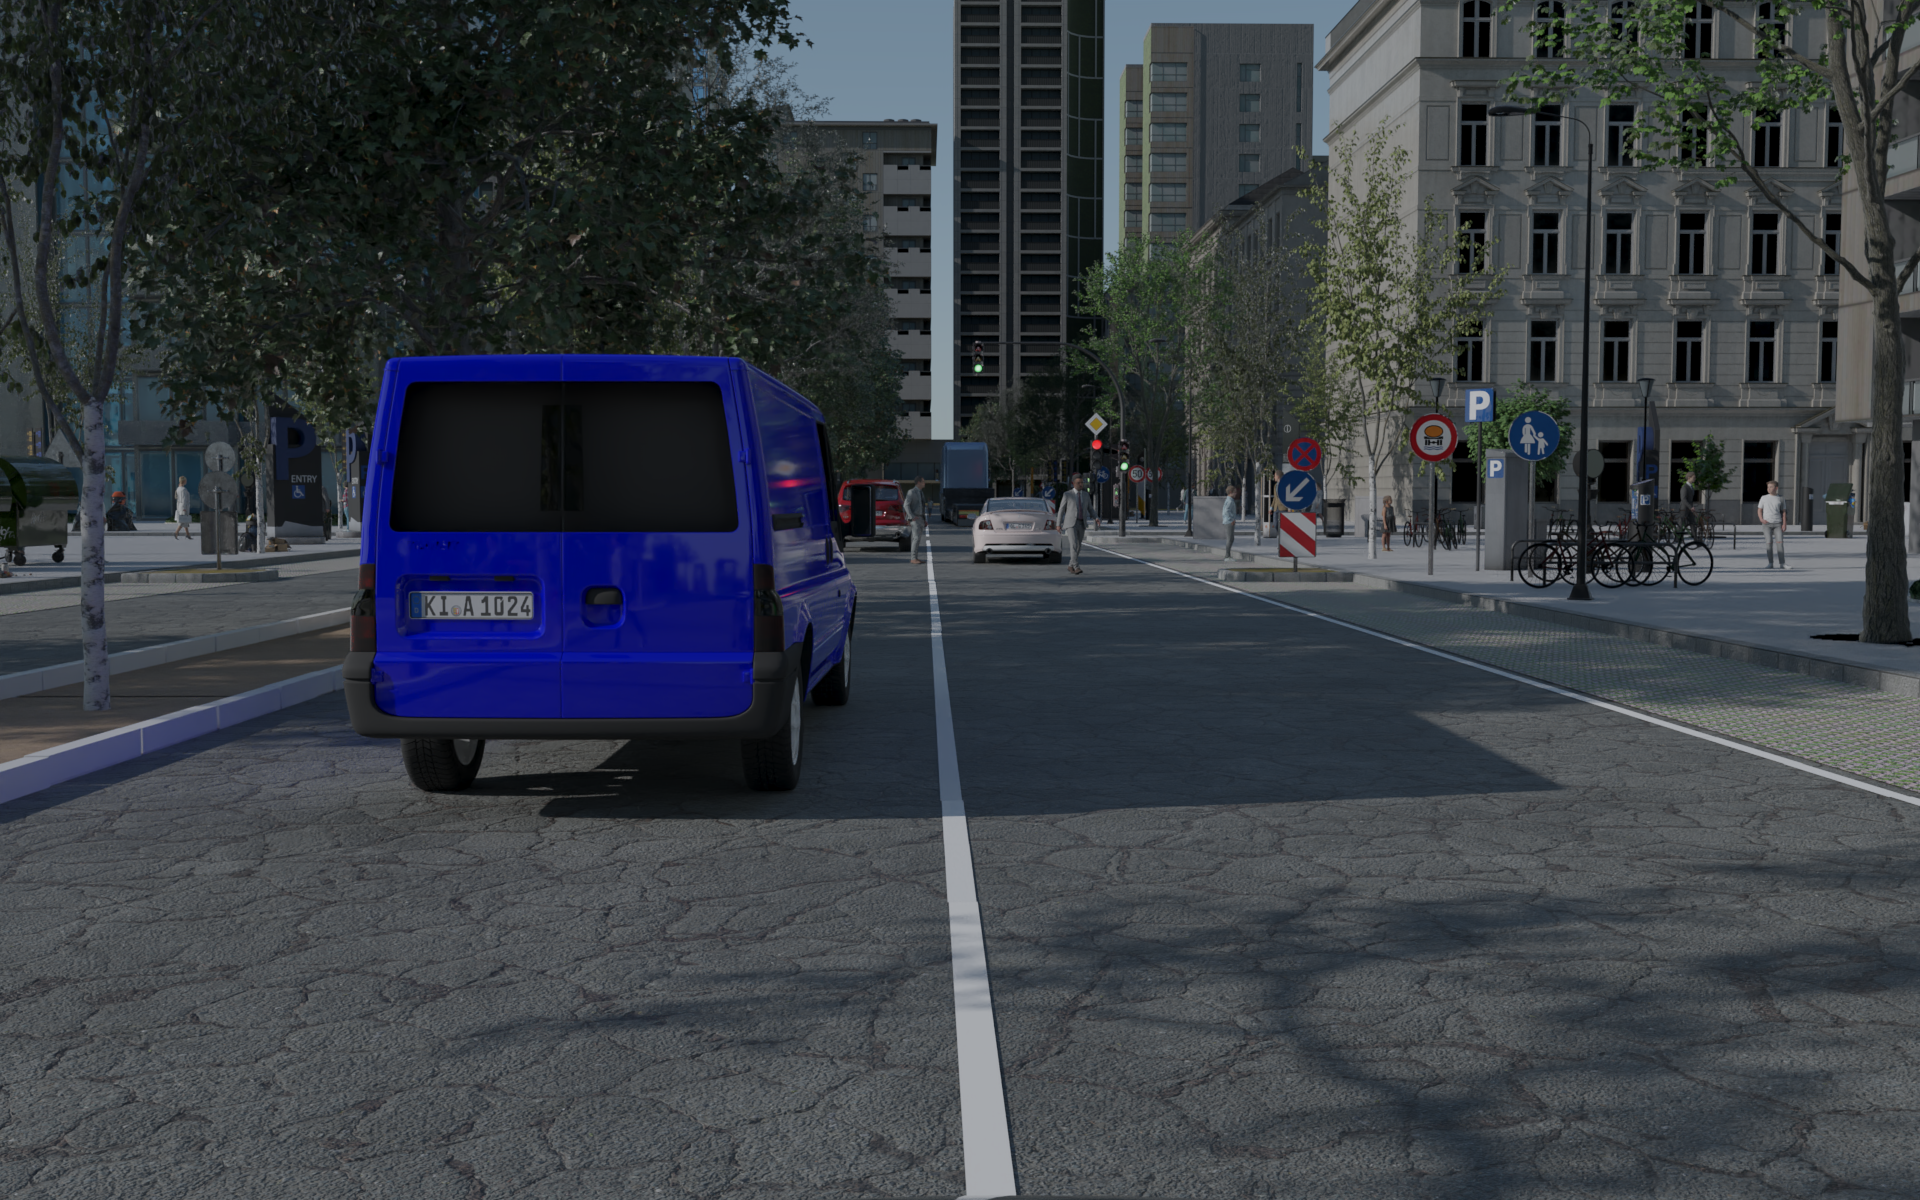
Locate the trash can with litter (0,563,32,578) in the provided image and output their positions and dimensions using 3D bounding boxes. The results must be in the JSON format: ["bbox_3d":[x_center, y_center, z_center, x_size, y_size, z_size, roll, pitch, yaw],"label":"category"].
[{"bbox_3d":[-15.437,-0.935,26.342,2.233,1.210,1.678,-2,4,-24],"label":"trash can with litter"}]

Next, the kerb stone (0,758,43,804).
[{"bbox_3d":[-4.500,0.873,7.965,0.120,0.150,1.000,0,4,-1],"label":"kerb stone"}]

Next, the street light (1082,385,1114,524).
[{"bbox_3d":[5.881,-6.194,73.816,1.470,5.913,1.316,0,4,-1],"label":"street light"}]

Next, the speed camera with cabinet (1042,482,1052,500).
[{"bbox_3d":[6.692,-8.291,129.894,0.660,3.252,2.038,-1,4,-12],"label":"speed camera with cabinet"}]

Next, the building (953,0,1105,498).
[{"bbox_3d":[9.398,-48.940,238.426,20.611,71.187,20.563,0,4,-1],"label":"building"}]

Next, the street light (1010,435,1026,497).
[{"bbox_3d":[4.589,-9.932,134.922,1.470,5.913,1.316,0,4,-1],"label":"street light"}]

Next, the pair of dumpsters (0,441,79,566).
[{"bbox_3d":[-17.214,-1.699,30.273,1.574,2.255,4.437,0,4,-1],"label":"pair of dumpsters"}]

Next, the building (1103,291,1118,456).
[{"bbox_3d":[26.811,-28.474,237.253,14.107,30.474,14.160,0,4,-1],"label":"building"}]

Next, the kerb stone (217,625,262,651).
[{"bbox_3d":[-6.780,0.371,16.130,0.120,0.150,1.000,0,4,-1],"label":"kerb stone"}]

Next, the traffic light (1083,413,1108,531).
[{"bbox_3d":[4.677,-4.339,59.857,0.839,4.253,0.868,0,4,-1],"label":"traffic light"}]

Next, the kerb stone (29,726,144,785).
[{"bbox_3d":[-4.535,0.808,8.987,0.120,0.150,1.000,0,4,-1],"label":"kerb stone"}]

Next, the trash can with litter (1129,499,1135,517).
[{"bbox_3d":[9.429,-5.285,97.795,0.624,1.170,1.055,3,4,36],"label":"trash can with litter"}]

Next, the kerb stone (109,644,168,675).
[{"bbox_3d":[-6.741,0.496,14.085,0.120,0.150,1.000,0,4,-1],"label":"kerb stone"}]

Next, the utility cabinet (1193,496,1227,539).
[{"bbox_3d":[7.149,-2.326,49.190,1.020,1.237,0.306,1,4,15],"label":"utility cabinet"}]

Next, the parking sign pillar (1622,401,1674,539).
[{"bbox_3d":[19.764,-3.746,49.721,1.447,3.967,1.447,1,4,14],"label":"parking sign pillar"}]

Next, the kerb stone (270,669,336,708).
[{"bbox_3d":[-4.598,0.621,12.058,0.120,0.150,1.000,0,4,-1],"label":"kerb stone"}]

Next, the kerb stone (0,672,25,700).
[{"bbox_3d":[-6.696,0.621,12.039,0.120,0.150,1.000,0,4,-1],"label":"kerb stone"}]

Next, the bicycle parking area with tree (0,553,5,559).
[{"bbox_3d":[-22.774,-2.689,30.972,8.231,4.147,9.016,2,4,25],"label":"bicycle parking area with tree"}]

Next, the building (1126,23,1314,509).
[{"bbox_3d":[23.030,-28.809,154.620,14.154,41.232,14.086,0,4,-1],"label":"building"}]

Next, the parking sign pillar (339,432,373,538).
[{"bbox_3d":[-17.737,-3.838,51.228,1.447,3.967,1.447,-2,4,-34],"label":"parking sign pillar"}]

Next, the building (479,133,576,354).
[{"bbox_3d":[-35.150,-21.648,125.645,14.160,30.474,14.107,0,4,-1],"label":"building"}]

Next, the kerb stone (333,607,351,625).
[{"bbox_3d":[-6.850,0.183,19.199,0.120,0.150,1.000,0,4,-1],"label":"kerb stone"}]

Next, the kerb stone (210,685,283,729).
[{"bbox_3d":[-4.577,0.687,11.036,0.120,0.150,1.000,0,4,-1],"label":"kerb stone"}]

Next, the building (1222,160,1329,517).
[{"bbox_3d":[22.405,-15.724,106.231,9.793,20.994,18.267,0,4,-1],"label":"building"}]

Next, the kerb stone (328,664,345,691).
[{"bbox_3d":[-4.612,0.561,13.093,0.120,0.150,1.000,0,4,-1],"label":"kerb stone"}]

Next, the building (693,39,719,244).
[{"bbox_3d":[-44.946,-56.606,238.176,31.000,86.520,22.319,0,4,-1],"label":"building"}]

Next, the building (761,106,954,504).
[{"bbox_3d":[-14.803,-39.979,242.899,27.495,52.752,28.713,0,4,-1],"label":"building"}]

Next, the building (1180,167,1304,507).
[{"bbox_3d":[22.500,-18.126,125.230,11.050,23.489,19.941,0,4,-1],"label":"building"}]

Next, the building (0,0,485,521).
[{"bbox_3d":[-39.274,-29.061,94.761,23.786,49.044,30.456,0,4,-1],"label":"building"}]

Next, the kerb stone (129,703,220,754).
[{"bbox_3d":[-4.559,0.747,10.009,0.120,0.150,1.000,0,4,-1],"label":"kerb stone"}]

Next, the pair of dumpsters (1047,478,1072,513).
[{"bbox_3d":[6.272,-6.545,109.499,1.574,2.255,4.437,0,4,-1],"label":"pair of dumpsters"}]

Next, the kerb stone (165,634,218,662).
[{"bbox_3d":[-6.764,0.434,15.108,0.120,0.150,1.000,0,4,-1],"label":"kerb stone"}]

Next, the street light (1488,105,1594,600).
[{"bbox_3d":[7.004,-2.956,20.870,1.470,5.913,1.316,0,4,-1],"label":"street light"}]

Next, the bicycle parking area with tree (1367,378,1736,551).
[{"bbox_3d":[14.330,-3.407,42.710,8.231,4.147,9.016,1,4,12],"label":"bicycle parking area with tree"}]

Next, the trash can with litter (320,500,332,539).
[{"bbox_3d":[-18.063,-2.292,48.860,0.624,1.170,1.055,-2,4,-27],"label":"trash can with litter"}]

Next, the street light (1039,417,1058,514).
[{"bbox_3d":[5.291,-8.042,104.030,1.470,5.913,1.316,0,4,-1],"label":"street light"}]

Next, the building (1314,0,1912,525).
[{"bbox_3d":[39.820,-18.474,78.462,44.131,29.872,17.030,0,4,-1],"label":"building"}]

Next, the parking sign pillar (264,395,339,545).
[{"bbox_3d":[-17.017,-3.411,44.248,1.447,3.967,1.447,3,5,42],"label":"parking sign pillar"}]

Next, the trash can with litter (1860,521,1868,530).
[{"bbox_3d":[32.707,-3.081,61.756,1.055,1.170,0.624,2,4,24],"label":"trash can with litter"}]

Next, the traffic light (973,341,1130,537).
[{"bbox_3d":[2.754,-4.711,51.689,4.771,5.953,1.251,0,4,-1],"label":"traffic light"}]

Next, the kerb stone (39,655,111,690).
[{"bbox_3d":[-6.721,0.559,13.061,0.120,0.150,1.000,0,4,-1],"label":"kerb stone"}]

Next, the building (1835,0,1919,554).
[{"bbox_3d":[25.935,-21.398,33.452,14.154,41.232,14.086,0,4,-1],"label":"building"}]

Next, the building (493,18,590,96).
[{"bbox_3d":[-35.408,-30.922,155.689,14.600,45.320,14.200,0,4,-1],"label":"building"}]

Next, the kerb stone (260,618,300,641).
[{"bbox_3d":[-6.806,0.311,17.152,0.120,0.150,1.000,0,4,-1],"label":"kerb stone"}]

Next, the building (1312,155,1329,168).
[{"bbox_3d":[31.173,-30.360,188.264,32.217,40.220,23.993,0,4,-1],"label":"building"}]

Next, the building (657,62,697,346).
[{"bbox_3d":[-42.979,-36.372,183.913,27.495,52.752,28.713,0,4,-1],"label":"building"}]

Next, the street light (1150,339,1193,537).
[{"bbox_3d":[6.361,-4.853,51.892,1.470,5.913,1.316,0,4,-1],"label":"street light"}]

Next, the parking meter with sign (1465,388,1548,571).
[{"bbox_3d":[9.267,-2.018,29.248,1.738,3.016,0.543,-3,4,-38],"label":"parking meter with sign"}]

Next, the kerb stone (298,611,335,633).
[{"bbox_3d":[-6.822,0.246,18.178,0.120,0.150,1.000,0,4,-1],"label":"kerb stone"}]

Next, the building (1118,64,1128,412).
[{"bbox_3d":[22.248,-29.668,168.666,14.154,41.232,14.086,0,4,-1],"label":"building"}]
